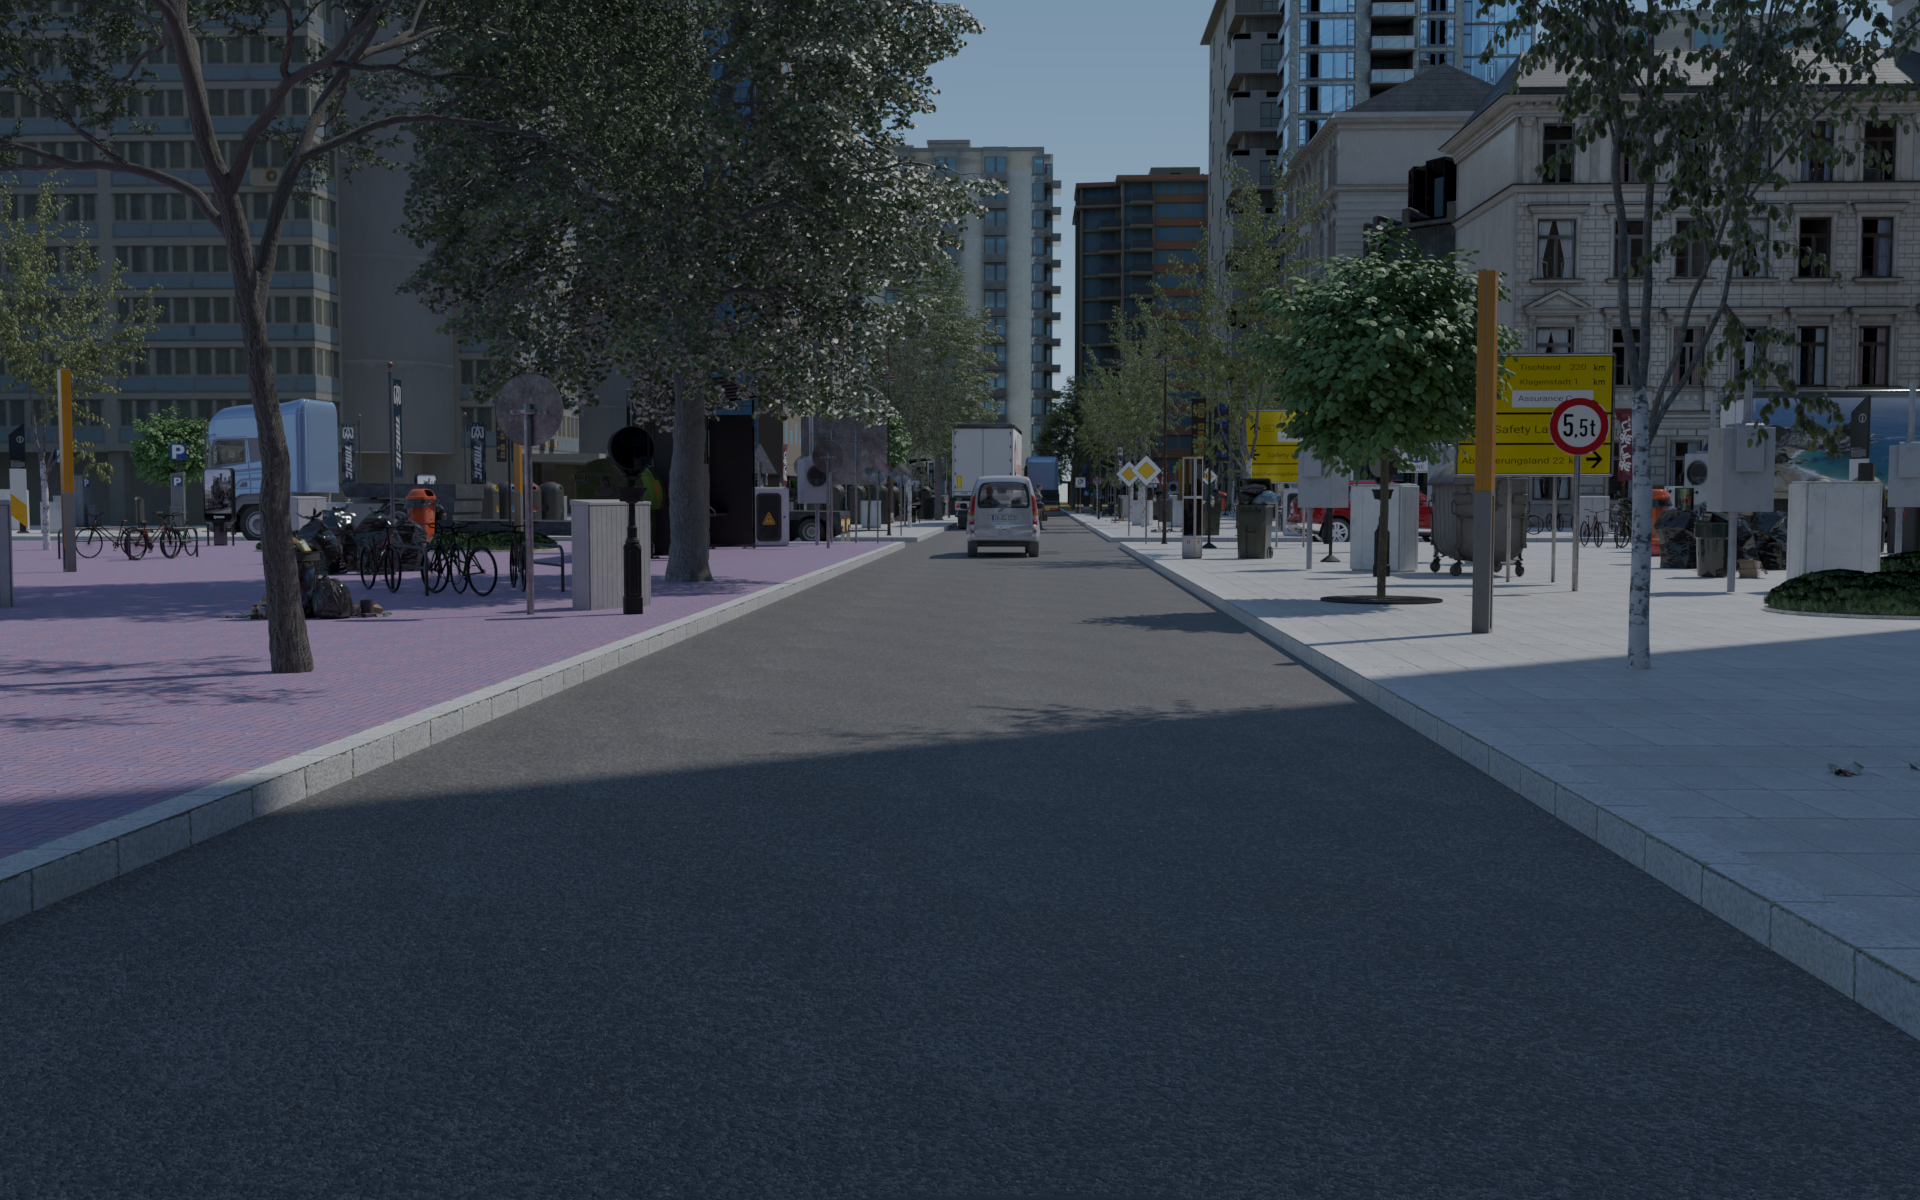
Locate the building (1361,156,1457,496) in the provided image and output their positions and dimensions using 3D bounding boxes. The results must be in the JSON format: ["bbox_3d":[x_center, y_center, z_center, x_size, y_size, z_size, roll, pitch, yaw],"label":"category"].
[{"bbox_3d":[30.145,-13.839,93.718,16.820,18.784,16.811,0,4,2],"label":"building"}]

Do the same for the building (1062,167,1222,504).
[{"bbox_3d":[28.097,-35.480,234.714,28.867,44.769,22.147,0,4,2],"label":"building"}]

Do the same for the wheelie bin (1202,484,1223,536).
[{"bbox_3d":[7.725,-2.805,53.769,0.693,1.594,0.980,-2,4,-24],"label":"wheelie bin"}]

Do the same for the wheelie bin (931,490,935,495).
[{"bbox_3d":[-2.035,-6.849,119.890,0.693,1.594,0.980,-1,4,-12],"label":"wheelie bin"}]

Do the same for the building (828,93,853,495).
[{"bbox_3d":[-22.256,-45.340,179.561,20.611,71.187,20.563,0,4,2],"label":"building"}]

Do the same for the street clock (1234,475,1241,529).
[{"bbox_3d":[10.336,-3.649,64.233,0.358,2.002,0.471,0,4,3],"label":"street clock"}]

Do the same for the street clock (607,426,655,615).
[{"bbox_3d":[-3.499,-0.850,18.475,0.471,2.002,0.358,-1,4,-20],"label":"street clock"}]

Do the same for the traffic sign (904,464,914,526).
[{"bbox_3d":[-2.241,-4.311,70.598,0.768,2.556,0.104,0,4,4],"label":"traffic sign"}]

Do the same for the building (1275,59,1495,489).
[{"bbox_3d":[29.175,-20.003,114.442,14.401,28.519,23.554,0,4,2],"label":"building"}]

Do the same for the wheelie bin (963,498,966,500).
[{"bbox_3d":[0.468,-7.145,124.736,0.693,1.594,0.980,0,4,5],"label":"wheelie bin"}]

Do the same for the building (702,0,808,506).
[{"bbox_3d":[-19.769,-29.682,135.413,14.600,45.320,14.200,0,4,2],"label":"building"}]

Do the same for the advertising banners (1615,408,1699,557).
[{"bbox_3d":[14.244,-2.403,35.475,2.074,3.025,0.090,-1,4,-17],"label":"advertising banners"}]

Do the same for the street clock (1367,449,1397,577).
[{"bbox_3d":[6.544,-1.361,26.829,0.358,2.002,0.471,-2,4,-32],"label":"street clock"}]

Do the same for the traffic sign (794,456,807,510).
[{"bbox_3d":[-5.024,-3.433,56.232,0.768,2.556,0.104,0,4,7],"label":"traffic sign"}]

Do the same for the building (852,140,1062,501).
[{"bbox_3d":[-1.518,-37.747,236.773,30.456,49.044,23.786,0,4,2],"label":"building"}]

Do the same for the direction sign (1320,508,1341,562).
[{"bbox_3d":[6.987,-2.481,32.564,0.876,3.537,0.379,-3,5,-45],"label":"direction sign"}]

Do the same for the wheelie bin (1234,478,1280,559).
[{"bbox_3d":[5.873,-1.620,34.393,0.980,1.594,0.693,2,4,25],"label":"wheelie bin"}]

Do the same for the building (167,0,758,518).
[{"bbox_3d":[-30.184,-25.841,114.383,32.217,40.220,23.993,0,4,2],"label":"building"}]

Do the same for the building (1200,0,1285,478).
[{"bbox_3d":[39.666,-35.772,174.111,28.713,52.752,27.495,0,4,2],"label":"building"}]

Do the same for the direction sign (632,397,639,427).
[{"bbox_3d":[-6.772,-2.822,38.136,0.876,3.537,0.379,0,4,2],"label":"direction sign"}]

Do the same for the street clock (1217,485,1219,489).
[{"bbox_3d":[18.022,-7.156,121.575,0.358,2.002,0.471,0,4,-2],"label":"street clock"}]

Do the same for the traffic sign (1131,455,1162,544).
[{"bbox_3d":[4.802,-2.510,44.682,0.795,2.450,0.064,0,4,2],"label":"traffic sign"}]

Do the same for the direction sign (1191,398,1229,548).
[{"bbox_3d":[5.907,-2.997,40.992,0.876,3.537,0.379,0,4,7],"label":"direction sign"}]

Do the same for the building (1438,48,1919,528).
[{"bbox_3d":[30.204,-12.570,70.141,19.286,19.102,10.561,0,4,2],"label":"building"}]

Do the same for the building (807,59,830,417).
[{"bbox_3d":[-19.037,-28.504,149.636,14.154,41.232,14.086,0,4,2],"label":"building"}]

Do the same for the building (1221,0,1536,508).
[{"bbox_3d":[35.018,-50.849,144.056,22.319,86.520,31.000,0,4,2],"label":"building"}]

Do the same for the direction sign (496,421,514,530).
[{"bbox_3d":[-10.959,-3.066,42.126,0.876,3.537,0.379,2,4,34],"label":"direction sign"}]

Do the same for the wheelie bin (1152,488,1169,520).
[{"bbox_3d":[9.896,-4.730,85.238,0.693,1.594,0.980,2,4,35],"label":"wheelie bin"}]

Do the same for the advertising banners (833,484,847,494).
[{"bbox_3d":[-6.352,-5.971,93.807,0.090,3.025,2.074,2,4,32],"label":"advertising banners"}]

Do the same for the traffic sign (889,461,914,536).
[{"bbox_3d":[-1.800,-3.017,52.971,0.795,2.450,0.064,0,4,2],"label":"traffic sign"}]

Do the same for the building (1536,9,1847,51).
[{"bbox_3d":[71.112,-33.946,174.622,30.456,49.044,23.786,0,4,2],"label":"building"}]

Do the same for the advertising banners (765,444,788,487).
[{"bbox_3d":[-6.337,-3.915,60.194,0.090,3.025,2.074,1,4,15],"label":"advertising banners"}]

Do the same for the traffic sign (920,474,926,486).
[{"bbox_3d":[-2.467,-6.645,108.759,0.768,2.556,0.104,0,4,5],"label":"traffic sign"}]

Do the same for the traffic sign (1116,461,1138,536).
[{"bbox_3d":[5.137,-2.998,52.660,0.795,2.450,0.064,0,4,2],"label":"traffic sign"}]

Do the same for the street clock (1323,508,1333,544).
[{"bbox_3d":[9.443,-2.435,44.380,0.471,2.002,0.358,2,4,31],"label":"street clock"}]

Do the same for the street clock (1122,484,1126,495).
[{"bbox_3d":[10.516,-6.417,109.481,0.471,2.002,0.358,-1,4,-20],"label":"street clock"}]

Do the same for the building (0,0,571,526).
[{"bbox_3d":[-31.181,-23.659,78.699,32.217,40.220,23.993,0,4,2],"label":"building"}]

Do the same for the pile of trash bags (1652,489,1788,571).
[{"bbox_3d":[13.017,-1.262,30.382,1.912,1.369,3.447,-1,4,-13],"label":"pile of trash bags"}]

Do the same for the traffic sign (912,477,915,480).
[{"bbox_3d":[-2.681,-5.515,90.175,0.884,2.594,0.081,0,4,7],"label":"traffic sign"}]

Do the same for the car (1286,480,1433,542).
[{"bbox_3d":[11.660,-2.380,47.590,5.304,1.827,2.281,0,4,0],"label":"car"}]

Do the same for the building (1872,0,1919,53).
[{"bbox_3d":[52.109,-17.317,70.518,23.554,28.519,14.401,0,4,2],"label":"building"}]

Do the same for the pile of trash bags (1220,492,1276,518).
[{"bbox_3d":[15.378,-5.070,92.654,3.447,1.369,1.912,1,4,19],"label":"pile of trash bags"}]

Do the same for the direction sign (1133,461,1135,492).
[{"bbox_3d":[10.749,-7.015,106.684,0.379,3.537,0.876,1,4,17],"label":"direction sign"}]

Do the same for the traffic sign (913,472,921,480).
[{"bbox_3d":[-2.584,-6.050,99.023,0.768,2.556,0.104,1,4,12],"label":"traffic sign"}]

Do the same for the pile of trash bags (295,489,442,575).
[{"bbox_3d":[-9.677,-1.172,28.908,1.912,1.369,3.447,1,4,10],"label":"pile of trash bags"}]

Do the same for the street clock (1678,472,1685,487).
[{"bbox_3d":[24.108,-3.242,57.583,0.471,2.002,0.358,2,4,27],"label":"street clock"}]

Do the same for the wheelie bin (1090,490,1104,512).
[{"bbox_3d":[9.683,-7.007,122.471,0.980,1.594,0.693,-1,4,-9],"label":"wheelie bin"}]

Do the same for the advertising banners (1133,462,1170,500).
[{"bbox_3d":[10.417,-6.008,94.413,2.074,3.025,0.090,-1,4,-8],"label":"advertising banners"}]
